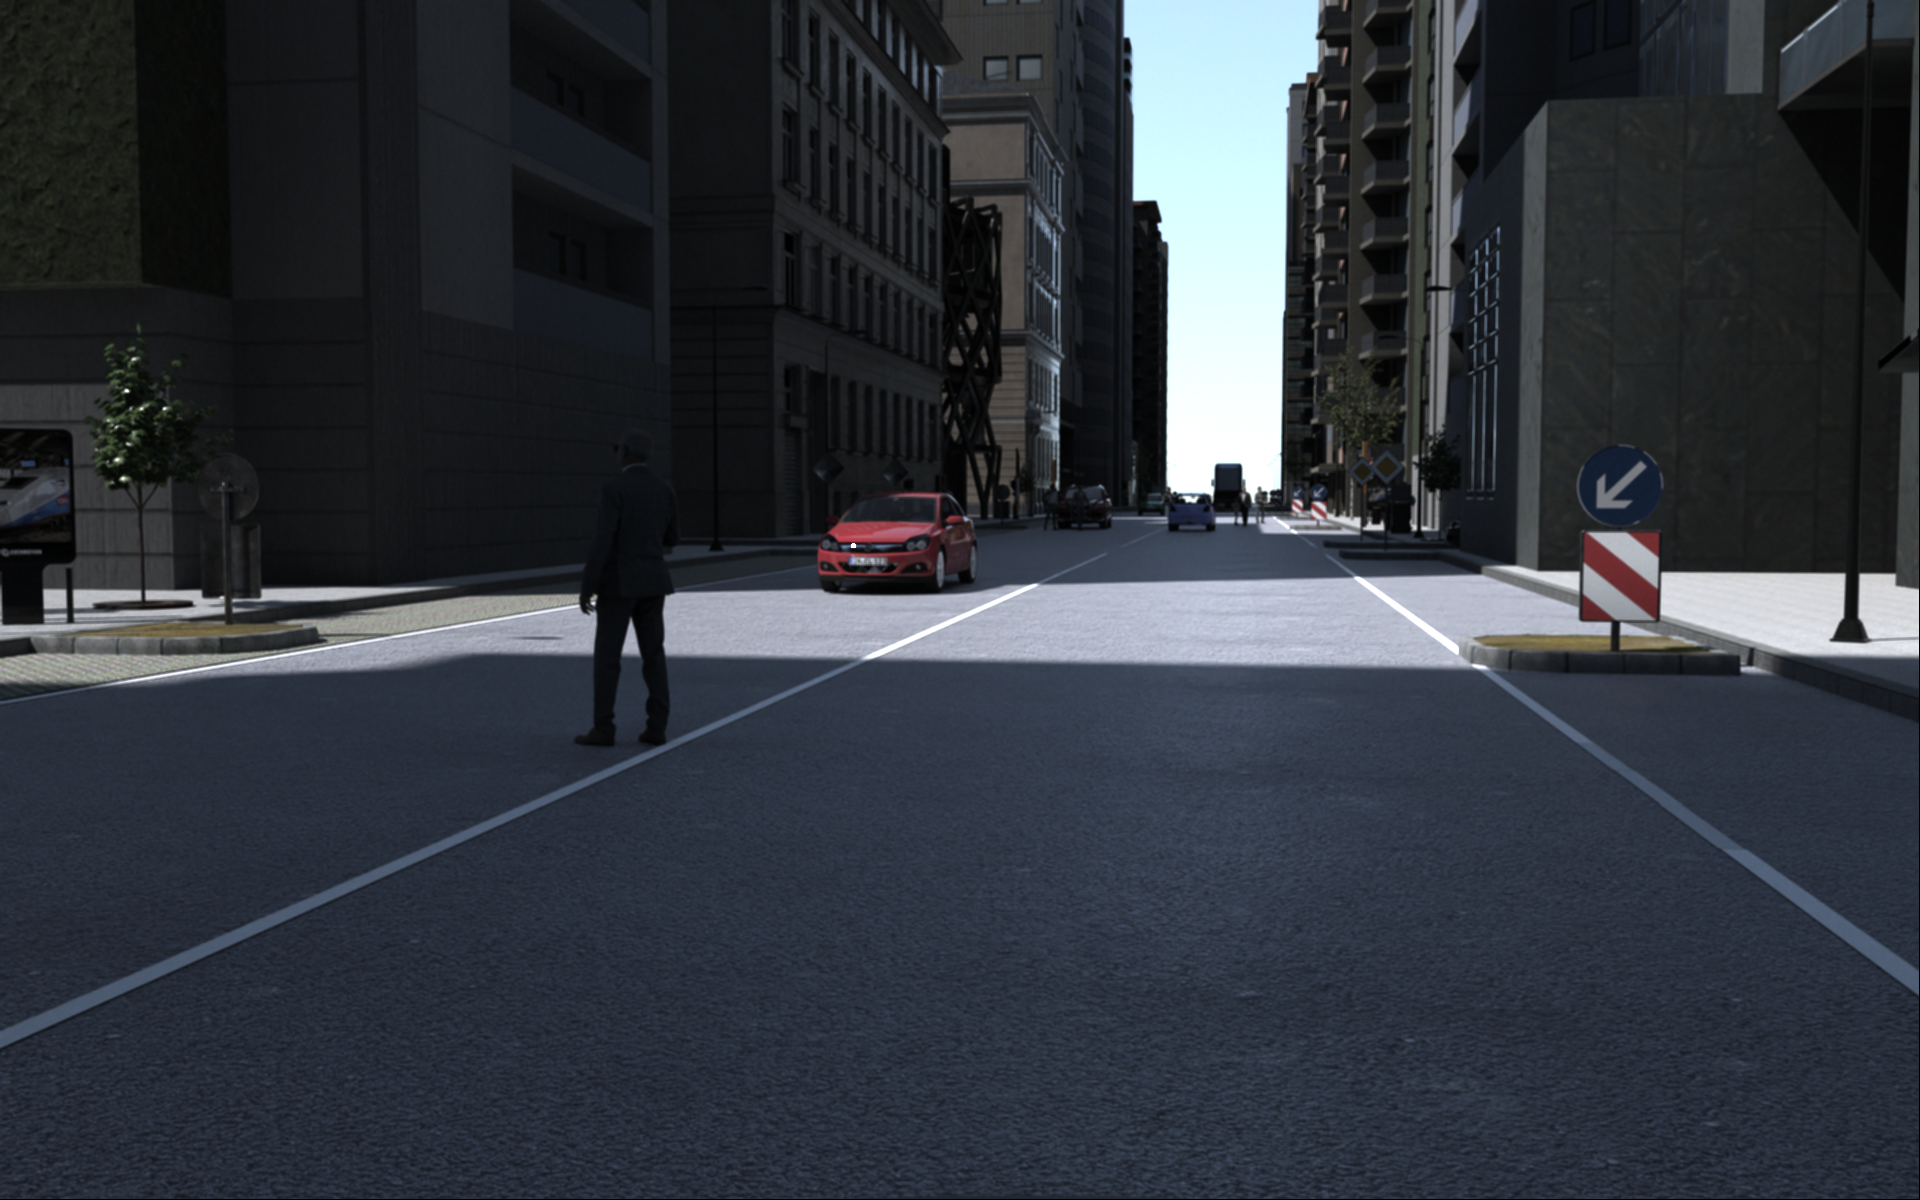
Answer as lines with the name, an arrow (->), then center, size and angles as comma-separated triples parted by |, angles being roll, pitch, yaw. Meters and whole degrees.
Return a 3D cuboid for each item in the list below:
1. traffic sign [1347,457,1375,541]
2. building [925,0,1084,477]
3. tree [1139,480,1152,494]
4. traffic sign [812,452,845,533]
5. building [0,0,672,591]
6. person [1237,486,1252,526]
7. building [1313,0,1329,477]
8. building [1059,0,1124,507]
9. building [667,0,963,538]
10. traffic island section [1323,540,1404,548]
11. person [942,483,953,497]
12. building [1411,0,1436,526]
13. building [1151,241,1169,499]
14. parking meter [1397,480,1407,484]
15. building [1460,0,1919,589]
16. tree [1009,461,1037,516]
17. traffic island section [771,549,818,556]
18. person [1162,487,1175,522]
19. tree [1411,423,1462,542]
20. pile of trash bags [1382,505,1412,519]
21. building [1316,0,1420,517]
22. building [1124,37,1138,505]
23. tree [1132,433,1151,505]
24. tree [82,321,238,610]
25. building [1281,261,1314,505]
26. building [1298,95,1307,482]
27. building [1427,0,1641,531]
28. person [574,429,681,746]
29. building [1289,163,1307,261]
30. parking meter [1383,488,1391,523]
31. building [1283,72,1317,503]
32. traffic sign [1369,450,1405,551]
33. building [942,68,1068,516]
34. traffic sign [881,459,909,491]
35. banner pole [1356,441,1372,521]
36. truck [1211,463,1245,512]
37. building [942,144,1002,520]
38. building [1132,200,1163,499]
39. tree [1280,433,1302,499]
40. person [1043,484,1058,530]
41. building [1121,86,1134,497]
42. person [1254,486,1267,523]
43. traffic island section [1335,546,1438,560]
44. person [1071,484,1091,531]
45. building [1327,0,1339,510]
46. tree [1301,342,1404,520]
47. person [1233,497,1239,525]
traffic sign -> 10.881, -2.645, 46.890 | 0.795, 2.450, 0.064 | 1, 4, 9
building -> -4.457, -33.642, 139.284 | 28.713, 52.752, 27.495 | 1, 4, 9
tree -> 22.733, -13.334, 212.618 | 1.663, 3.219, 1.824 | 0, 3, 0
traffic sign -> -3.126, -2.291, 41.094 | 0.795, 2.450, 0.064 | 1, 4, 9
building -> -20.684, -30.032, 33.023 | 28.212, 58.520, 21.231 | 1, 4, 9
person -> 12.892, -4.262, 78.582 | 0.661, 1.777, 0.834 | 1, 4, 17
building -> 45.069, -34.320, 150.374 | 28.713, 52.752, 27.495 | 1, 4, 9
building -> 4.244, -38.222, 166.925 | 21.231, 58.520, 28.212 | 1, 4, 9
building -> -10.218, -14.147, 64.585 | 16.112, 22.955, 30.059 | 1, 4, 9
traffic island section -> 10.906, -1.510, 46.963 | 2.009, 0.180, 2.903 | 1, 4, 9
person -> -0.461, -3.075, 58.866 | 0.778, 1.811, 0.616 | -2, 4, -24
building -> 26.359, -18.446, 73.297 | 14.160, 30.474, 14.107 | 1, 4, 9
building -> 25.468, -36.093, 273.719 | 14.154, 41.232, 14.086 | 1, 4, 9
parking meter -> 18.444, -4.070, 72.248 | 0.399, 1.863, 0.255 | 0, 4, -1
building -> 19.810, -43.226, 19.415 | 22.319, 86.520, 31.000 | 1, 4, 9
tree -> 3.599, -6.495, 100.801 | 1.663, 3.219, 1.824 | 0, 3, 0
traffic island section -> -3.151, -1.155, 41.159 | 2.009, 0.180, 2.903 | 1, 4, 9
person -> 10.429, -4.746, 86.439 | 0.623, 1.781, 0.721 | -3, 5, -43
tree -> 13.060, -3.207, 47.035 | 1.663, 3.219, 1.824 | 0, 3, 0
pile of trash bags -> 22.186, -4.748, 87.379 | 1.912, 1.369, 3.447 | 0, 4, -7
building -> 32.308, -27.345, 101.715 | 22.147, 44.769, 28.867 | 1, 4, 9
building -> 12.108, -55.604, 221.797 | 22.319, 86.520, 31.000 | 1, 4, 9
tree -> 20.201, -15.250, 199.699 | 4.360, 8.622, 3.978 | 0, 3, 0
tree -> -9.230, -1.517, 19.409 | 1.663, 3.219, 1.824 | 0, 3, 0
building -> 47.352, -27.055, 214.044 | 14.160, 30.474, 14.107 | 1, 4, 9
building -> 46.591, -32.064, 178.868 | 22.147, 44.769, 28.867 | 1, 4, 9
building -> 29.936, -31.193, 52.006 | 28.212, 58.520, 21.231 | 1, 4, 9
person -> -1.938, -0.079, 9.968 | 0.590, 1.801, 0.661 | 3, 5, 40
building -> 50.424, -35.335, 227.843 | 14.600, 45.320, 14.200 | 1, 4, 9
parking meter -> 18.954, -4.182, 76.787 | 0.372, 1.533, 0.369 | 0, 3, 0
building -> 57.174, -43.168, 247.789 | 21.231, 58.520, 28.212 | 1, 4, 9
traffic sign -> 9.597, -2.163, 39.008 | 0.795, 2.450, 0.064 | 1, 4, 9
building -> -0.649, -19.962, 112.285 | 13.634, 28.700, 20.117 | 1, 4, 9
traffic sign -> -1.842, -2.773, 48.975 | 0.795, 2.450, 0.064 | 1, 4, 9
banner pole -> 19.116, -5.604, 81.637 | 0.863, 3.779, 0.401 | 0, 3, 0
truck -> 22.604, -9.550, 145.906 | 2.967, 4.110, 18.799 | 1, 4, 9
building -> -6.461, -13.533, 88.713 | 16.820, 18.784, 16.811 | 1, 4, 9
building -> 17.975, -36.578, 252.680 | 22.147, 44.769, 28.867 | 1, 4, 9
tree -> 39.443, -15.478, 203.434 | 4.737, 8.622, 4.395 | 0, 3, 0
person -> 3.591, -3.680, 68.777 | 0.679, 1.850, 0.850 | -2, 4, -28
building -> 11.377, -32.904, 188.092 | 14.600, 45.320, 14.200 | 1, 4, 9
person -> 14.669, -4.632, 84.437 | 0.606, 1.804, 0.583 | -3, 5, -43
traffic island section -> 9.622, -1.028, 39.082 | 2.009, 0.180, 2.903 | 1, 4, 9
person -> 4.751, -3.635, 68.054 | 0.709, 1.813, 0.853 | -1, 4, -22
building -> 35.100, -29.421, 131.137 | 14.600, 45.320, 14.200 | 1, 4, 9
tree -> 19.405, -8.200, 84.435 | 4.737, 8.622, 4.395 | 0, 3, 0
person -> 12.768, -4.106, 79.912 | 0.394, 1.301, 0.425 | -2, 4, -35
